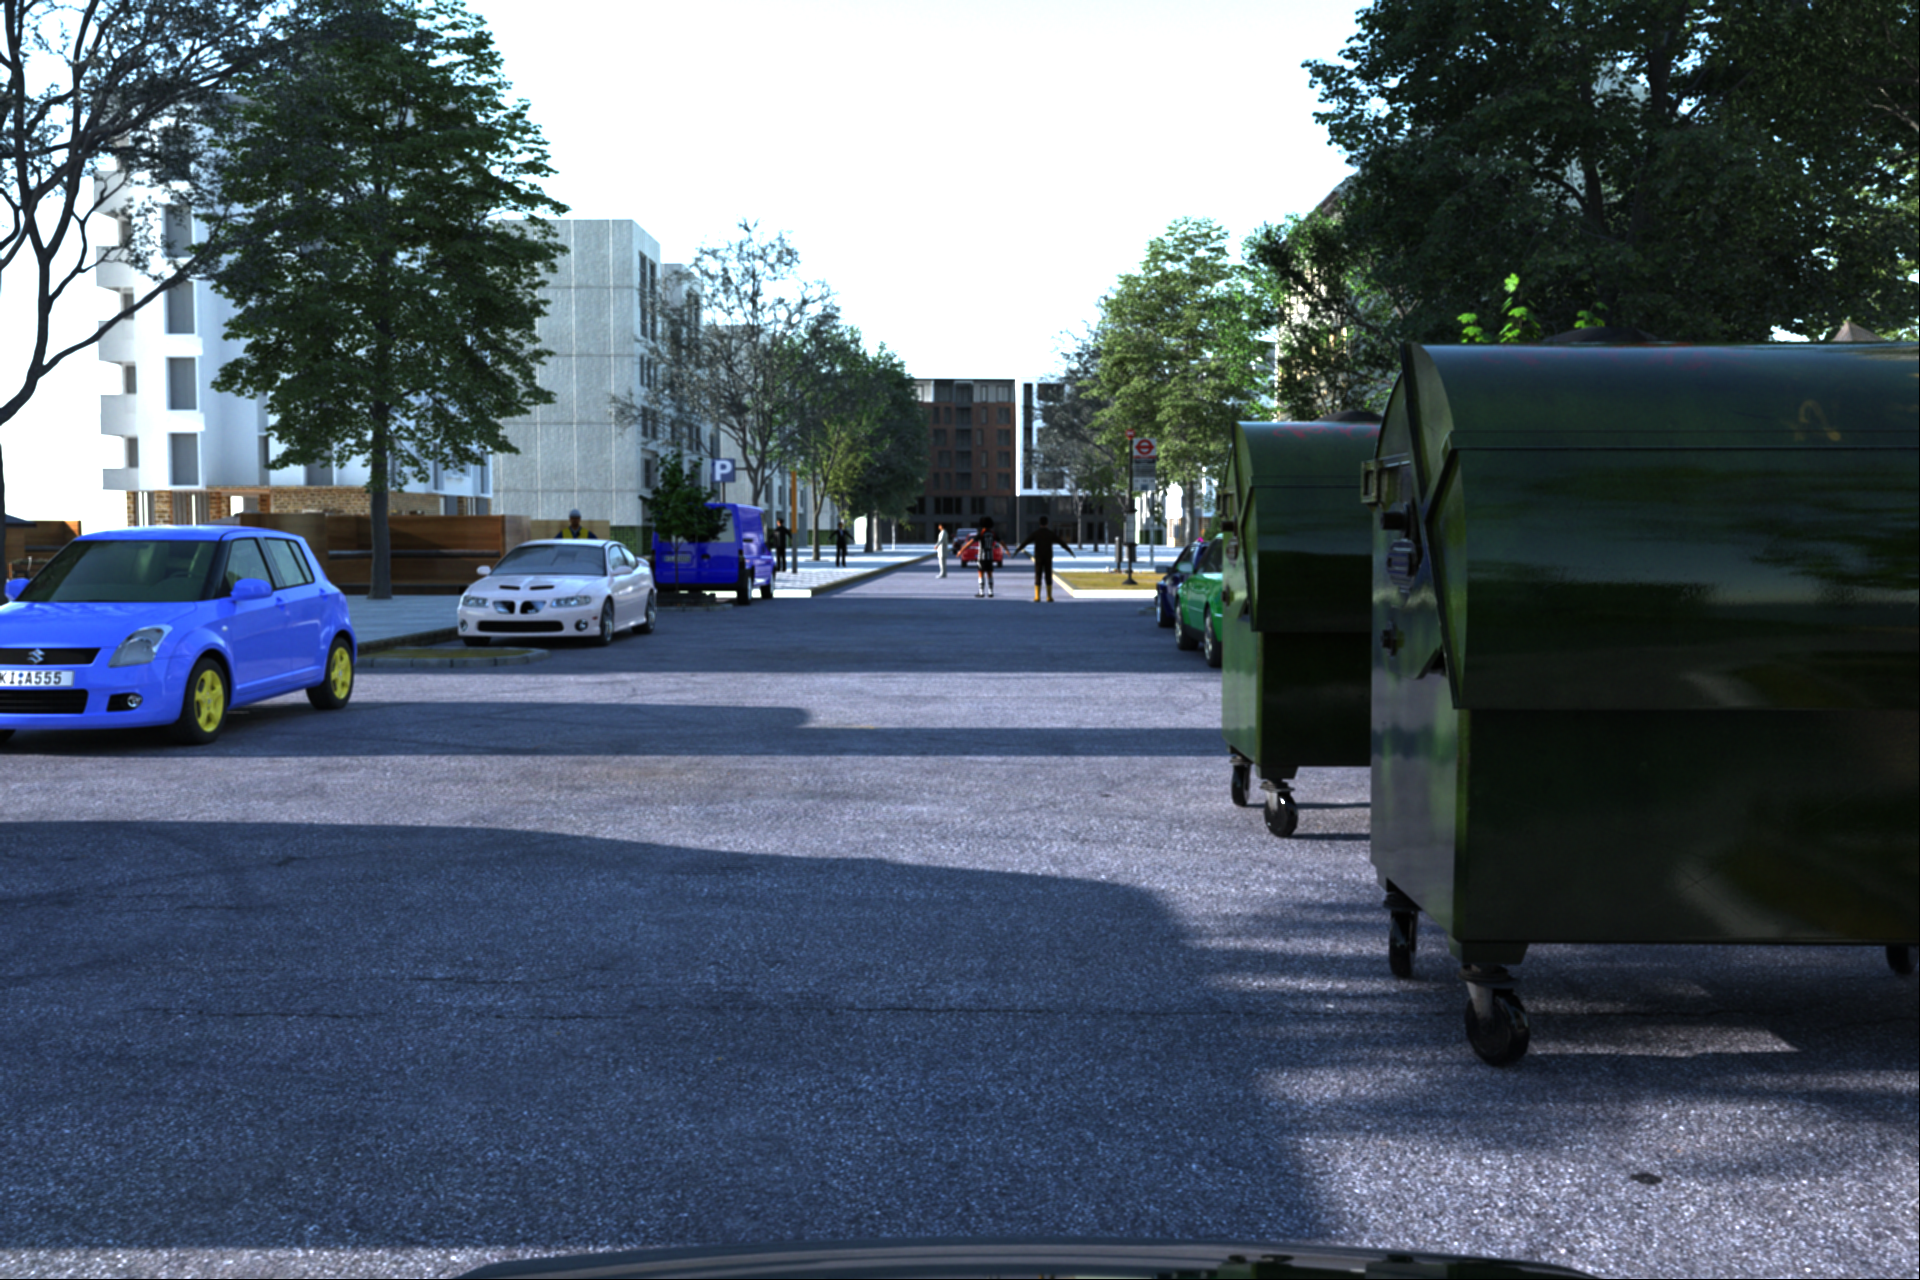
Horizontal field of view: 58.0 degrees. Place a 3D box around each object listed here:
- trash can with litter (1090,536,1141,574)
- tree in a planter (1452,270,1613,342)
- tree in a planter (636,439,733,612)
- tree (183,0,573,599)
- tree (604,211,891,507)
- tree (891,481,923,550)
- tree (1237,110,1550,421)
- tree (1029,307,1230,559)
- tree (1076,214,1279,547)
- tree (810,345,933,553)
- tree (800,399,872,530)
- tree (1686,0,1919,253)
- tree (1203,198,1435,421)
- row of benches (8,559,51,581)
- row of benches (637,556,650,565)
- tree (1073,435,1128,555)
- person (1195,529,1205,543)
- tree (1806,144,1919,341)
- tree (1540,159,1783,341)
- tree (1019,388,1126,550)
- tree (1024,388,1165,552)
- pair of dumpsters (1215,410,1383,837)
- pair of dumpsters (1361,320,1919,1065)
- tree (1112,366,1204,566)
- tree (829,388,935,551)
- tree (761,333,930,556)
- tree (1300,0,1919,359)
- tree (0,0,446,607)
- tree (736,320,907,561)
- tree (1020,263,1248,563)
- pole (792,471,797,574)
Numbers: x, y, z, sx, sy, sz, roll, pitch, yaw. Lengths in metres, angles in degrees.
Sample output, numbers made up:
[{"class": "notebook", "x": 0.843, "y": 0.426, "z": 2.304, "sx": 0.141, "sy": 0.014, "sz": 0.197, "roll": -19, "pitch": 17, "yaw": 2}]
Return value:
[{"class": "trash can with litter", "x": 5.156, "y": -2.814, "z": 57.068, "sx": 1.678, "sy": 1.210, "sz": 2.233, "roll": 0, "pitch": 4, "yaw": 1}, {"class": "tree in a planter", "x": 3.793, "y": -0.890, "z": 11.774, "sx": 1.991, "sy": 3.239, "sz": 1.994, "roll": 0, "pitch": 4, "yaw": 1}, {"class": "tree in a planter", "x": -5.381, "y": -2.177, "z": 32.810, "sx": 1.991, "sy": 3.239, "sz": 1.994, "roll": 0, "pitch": 4, "yaw": 2}, {"class": "tree", "x": -11.392, "y": -7.103, "z": 34.265, "sx": 7.486, "sy": 12.596, "sz": 7.792, "roll": 0, "pitch": 3, "yaw": 0}, {"class": "tree", "x": -7.750, "y": -9.488, "z": 65.497, "sx": 12.009, "sy": 13.543, "sz": 11.850, "roll": 0, "pitch": 3, "yaw": 0}, {"class": "tree", "x": -5.271, "y": -11.638, "z": 140.637, "sx": 4.737, "sy": 8.622, "sz": 4.395, "roll": 0, "pitch": 3, "yaw": 0}, {"class": "tree", "x": 10.040, "y": -6.365, "z": 38.473, "sx": 7.601, "sy": 10.594, "sz": 8.767, "roll": 2, "pitch": 4, "yaw": 28}, {"class": "tree", "x": 8.650, "y": -10.982, "z": 89.925, "sx": 12.009, "sy": 13.543, "sz": 11.850, "roll": 0, "pitch": 3, "yaw": 0}, {"class": "tree", "x": 7.918, "y": -8.817, "z": 62.287, "sx": 7.486, "sy": 12.596, "sz": 7.792, "roll": 0, "pitch": 3, "yaw": 0}, {"class": "tree", "x": -6.265, "y": -12.974, "z": 118.779, "sx": 9.857, "sy": 13.997, "sz": 8.962, "roll": 0, "pitch": 3, "yaw": 0}, {"class": "tree", "x": -6.472, "y": -8.718, "z": 92.904, "sx": 4.737, "sy": 8.622, "sz": 4.395, "roll": 0, "pitch": 3, "yaw": 0}, {"class": "tree", "x": 9.552, "y": -4.867, "z": 13.984, "sx": 7.601, "sy": 10.594, "sz": 8.767, "roll": 0, "pitch": 4, "yaw": -7}, {"class": "tree", "x": 11.072, "y": -7.731, "z": 52.156, "sx": 9.928, "sy": 11.665, "sz": 9.643, "roll": 0, "pitch": 3, "yaw": 0}, {"class": "row of benches", "x": -22.344, "y": -1.782, "z": 44.604, "sx": 4.104, "sy": 0.672, "sz": 1.422, "roll": -2, "pitch": 4, "yaw": -34}, {"class": "row of benches", "x": -10.229, "y": -2.054, "z": 49.054, "sx": 4.104, "sy": 0.672, "sz": 1.422, "roll": 2, "pitch": 4, "yaw": 27}, {"class": "tree", "x": 9.072, "y": -9.634, "z": 107.875, "sx": 4.737, "sy": 8.622, "sz": 4.395, "roll": 0, "pitch": 3, "yaw": 0}, {"class": "person", "x": 6.695, "y": -2.326, "z": 47.296, "sx": 0.991, "sy": 1.433, "sz": 0.599, "roll": 0, "pitch": 4, "yaw": -5}, {"class": "tree", "x": 25.255, "y": -7.727, "z": 44.459, "sx": 7.486, "sy": 12.596, "sz": 7.792, "roll": 0, "pitch": 3, "yaw": 0}, {"class": "tree", "x": 22.181, "y": -9.163, "z": 56.470, "sx": 9.857, "sy": 13.997, "sz": 8.962, "roll": 0, "pitch": 3, "yaw": 0}, {"class": "tree", "x": 9.619, "y": -14.005, "z": 139.356, "sx": 12.009, "sy": 13.543, "sz": 11.850, "roll": 0, "pitch": 3, "yaw": 0}, {"class": "tree", "x": 9.738, "y": -13.040, "z": 123.567, "sx": 12.009, "sy": 13.543, "sz": 11.850, "roll": 0, "pitch": 3, "yaw": 0}, {"class": "pair of dumpsters", "x": 3.519, "y": -0.227, "z": 8.660, "sx": 4.436, "sy": 2.255, "sz": 1.574, "roll": 0, "pitch": 4, "yaw": 0}, {"class": "pair of dumpsters", "x": 3.462, "y": -0.009, "z": 5.091, "sx": 4.436, "sy": 2.255, "sz": 1.574, "roll": 0, "pitch": 4, "yaw": 2}, {"class": "tree", "x": 7.962, "y": -7.284, "z": 69.453, "sx": 4.737, "sy": 8.622, "sz": 4.395, "roll": 0, "pitch": 3, "yaw": 0}, {"class": "tree", "x": -6.249, "y": -13.797, "z": 132.229, "sx": 9.857, "sy": 13.997, "sz": 8.962, "roll": 0, "pitch": 3, "yaw": 0}, {"class": "tree", "x": -7.050, "y": -11.804, "z": 103.365, "sx": 12.009, "sy": 13.543, "sz": 11.850, "roll": 0, "pitch": 3, "yaw": 0}, {"class": "tree", "x": 9.882, "y": -7.277, "z": 25.638, "sx": 9.857, "sy": 13.997, "sz": 8.962, "roll": 0, "pitch": 3, "yaw": 0}, {"class": "tree", "x": -11.244, "y": -6.708, "z": 20.042, "sx": 12.009, "sy": 13.543, "sz": 11.850, "roll": 0, "pitch": 3, "yaw": 0}, {"class": "tree", "x": -6.711, "y": -9.579, "z": 82.364, "sx": 9.928, "sy": 11.665, "sz": 9.643, "roll": 0, "pitch": 3, "yaw": 0}, {"class": "tree", "x": 7.854, "y": -10.241, "z": 77.812, "sx": 12.009, "sy": 13.543, "sz": 11.850, "roll": 0, "pitch": 3, "yaw": 0}, {"class": "pole", "x": -5.364, "y": -3.808, "z": 56.110, "sx": 0.158, "sy": 3.312, "sz": 0.155, "roll": 0, "pitch": 3, "yaw": 0}]
